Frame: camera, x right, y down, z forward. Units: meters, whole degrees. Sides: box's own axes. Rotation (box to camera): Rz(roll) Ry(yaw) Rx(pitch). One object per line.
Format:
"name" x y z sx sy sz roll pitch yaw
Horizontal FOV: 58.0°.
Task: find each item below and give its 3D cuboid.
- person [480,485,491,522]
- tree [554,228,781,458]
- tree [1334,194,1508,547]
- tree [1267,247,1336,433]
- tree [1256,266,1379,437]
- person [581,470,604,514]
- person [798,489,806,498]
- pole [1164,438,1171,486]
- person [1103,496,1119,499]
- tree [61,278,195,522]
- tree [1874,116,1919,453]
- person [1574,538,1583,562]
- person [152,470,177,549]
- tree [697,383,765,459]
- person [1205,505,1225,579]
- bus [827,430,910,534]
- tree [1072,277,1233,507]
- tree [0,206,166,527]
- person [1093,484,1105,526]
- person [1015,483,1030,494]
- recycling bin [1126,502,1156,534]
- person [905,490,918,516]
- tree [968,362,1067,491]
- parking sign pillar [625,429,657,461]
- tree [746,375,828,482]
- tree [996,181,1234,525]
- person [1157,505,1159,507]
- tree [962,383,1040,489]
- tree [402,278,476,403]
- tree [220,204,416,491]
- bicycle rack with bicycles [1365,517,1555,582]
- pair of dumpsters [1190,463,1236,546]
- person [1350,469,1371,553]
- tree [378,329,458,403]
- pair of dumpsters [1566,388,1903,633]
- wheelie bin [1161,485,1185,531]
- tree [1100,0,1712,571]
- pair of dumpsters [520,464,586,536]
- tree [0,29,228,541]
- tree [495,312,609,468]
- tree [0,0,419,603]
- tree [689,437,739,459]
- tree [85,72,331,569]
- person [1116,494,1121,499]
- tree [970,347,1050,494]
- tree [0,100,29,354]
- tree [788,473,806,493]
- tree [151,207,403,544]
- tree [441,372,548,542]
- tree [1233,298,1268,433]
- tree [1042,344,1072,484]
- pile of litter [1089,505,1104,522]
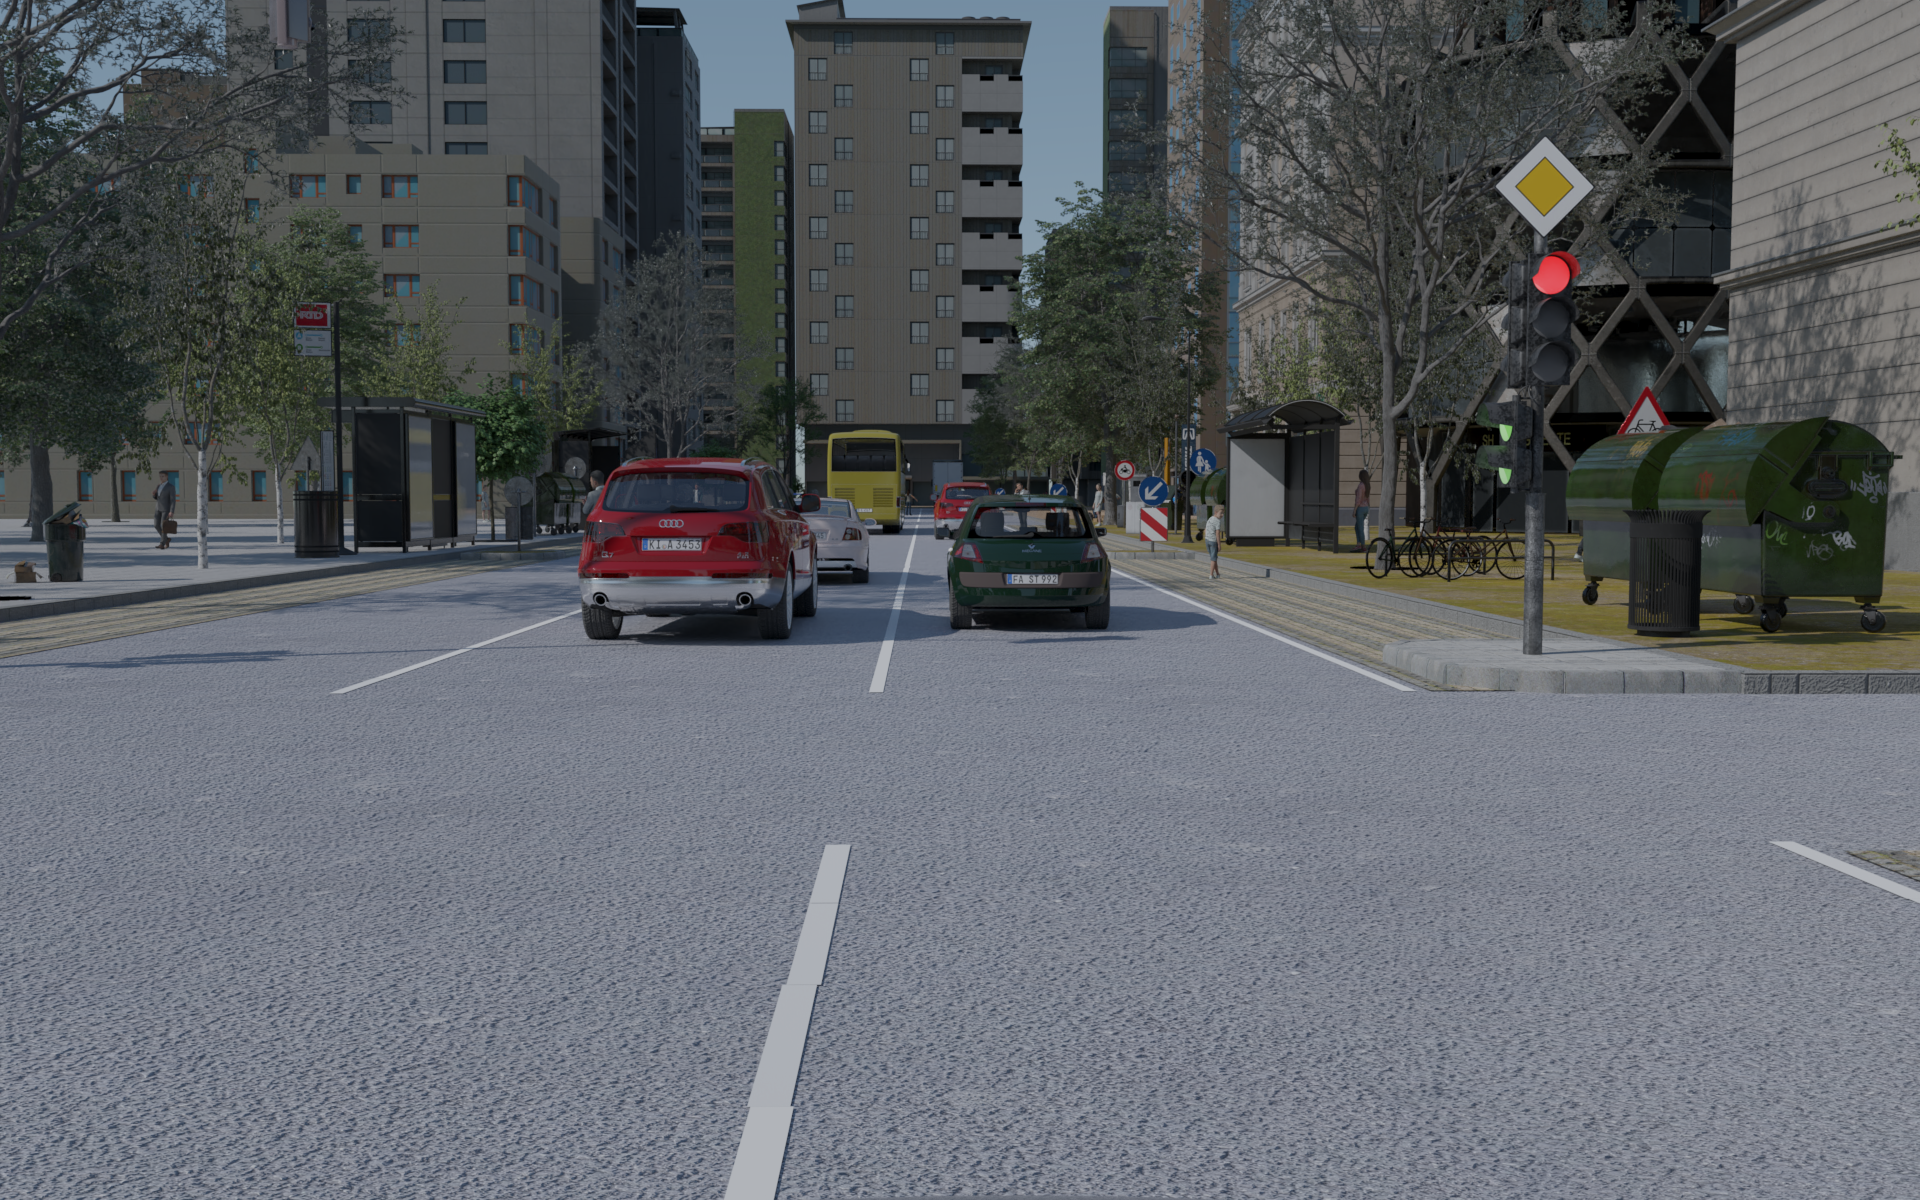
"person" -21.500 -4.367 78.441 0.522 1.701 0.512 0 4 3
"tree" -13.230 -10.343 79.473 12.009 13.543 11.850 0 3 0
"tree" 11.284 -5.592 41.786 4.360 8.622 3.978 0 3 0
"tree" 11.459 -5.964 47.874 4.360 8.622 3.978 0 3 0
"tree" 11.811 -6.453 55.873 4.737 8.622 4.395 0 3 0
"person" -5.693 -1.132 27.197 0.466 1.800 0.511 1 4 22
"person" -9.621 -6.003 107.164 1.217 1.766 0.721 1 4 9
"pole" 7.537 -4.227 62.954 0.158 3.312 0.155 0 3 0
"person" 9.899 -6.605 114.124 1.350 1.814 0.705 3 5 43
"tree" -38.637 -9.349 78.607 9.928 11.665 9.643 0 3 0
"tree" 12.249 -4.178 18.665 4.737 8.622 4.395 0 3 0
"person" 11.866 -1.616 32.476 0.620 1.820 0.660 -1 4 -19
"person" -18.441 -2.089 40.170 0.622 1.834 0.822 0 4 7
"tree" -14.283 -9.753 109.817 4.360 8.622 3.978 0 3 0
"person" 4.281 -0.975 29.126 0.352 1.250 0.332 1 4 14
"bus" -3.397 -4.531 65.633 2.896 3.916 12.252 0 4 -1
"tree" 6.505 -6.588 58.068 4.360 8.622 3.978 0 3 0
"tree" -36.125 -9.214 67.656 9.611 12.733 9.660 0 3 0
"person" 5.573 -3.817 69.459 0.522 1.701 0.512 -2 4 -33
"person" 2.093 -3.018 58.023 0.473 1.802 0.592 -3 5 -42
"recycling bin" 5.854 -2.661 56.065 0.722 1.027 0.722 3 4 37
"person" -3.393 -6.511 115.676 1.217 1.735 0.721 1 4 21
"tree" 4.757 -11.507 122.552 8.767 10.594 7.601 0 4 0
"parking sign pillar" -13.267 -5.124 72.256 1.447 3.967 1.447 1 4 8
"tree" -15.271 -13.782 151.090 9.928 11.665 9.643 0 3 0
"tree" 6.366 -10.082 71.489 9.857 13.997 8.962 0 3 0
"person" 12.338 -6.322 109.271 0.709 1.838 0.599 0 4 1
"tree" 4.068 -14.347 160.335 9.928 11.665 9.643 0 3 0
"tree" -18.640 -6.676 59.520 4.737 8.622 4.395 0 3 0
"tree" -25.225 -9.167 68.010 7.486 12.596 7.792 0 3 0
"bicycle rack with bicycles" 7.524 -0.795 26.387 2.925 0.926 2.852 -1 4 -15
"pair of dumpsters" 7.091 -2.608 45.140 1.574 2.255 4.437 0 4 -1
"person" 8.787 -1.948 37.898 0.388 1.821 0.555 2 4 32
"tree" -24.378 -7.715 76.508 4.360 8.622 3.978 0 3 0
"pair of dumpsters" 7.856 -0.945 17.949 1.574 2.255 4.437 0 4 -1
"wheelie bin" 7.507 -3.261 61.221 0.693 1.594 0.980 -2 4 -29
"tree" 7.383 -7.257 29.019 12.009 13.543 11.850 0 3 0
"pair of dumpsters" -13.113 -3.232 55.343 1.574 2.255 4.437 0 4 -1
"tree" -24.885 -8.561 46.625 9.857 13.997 8.962 0 3 0
"tree" -16.866 -7.379 71.016 4.737 8.622 4.395 0 3 0
"tree" -11.874 -6.741 20.580 12.009 13.543 11.850 0 3 0
"tree" -14.225 -7.118 100.093 4.285 4.588 4.351 0 3 0
"tree" -13.068 -4.860 29.825 4.360 8.622 3.978 0 3 0
"person" 11.725 -7.657 132.025 1.217 1.735 0.721 3 4 38
"tree" 4.621 -13.142 132.992 7.486 12.596 7.792 0 3 0
"tree" -20.819 -6.916 31.201 7.486 12.596 7.792 0 3 0
"tree" -15.073 -10.048 158.893 1.663 3.219 1.824 0 3 0
"tree" -17.598 -5.749 44.364 4.737 8.622 4.395 0 3 0
"tree" -12.652 -3.861 46.842 4.285 4.588 4.351 0 3 0
"tree" 11.236 -6.924 63.572 4.360 8.622 3.978 0 3 0
"tree" 5.534 -7.974 80.732 4.360 8.622 3.978 0 3 0
"pile of litter" 6.401 -4.026 79.786 1.719 0.858 1.176 0 4 6
